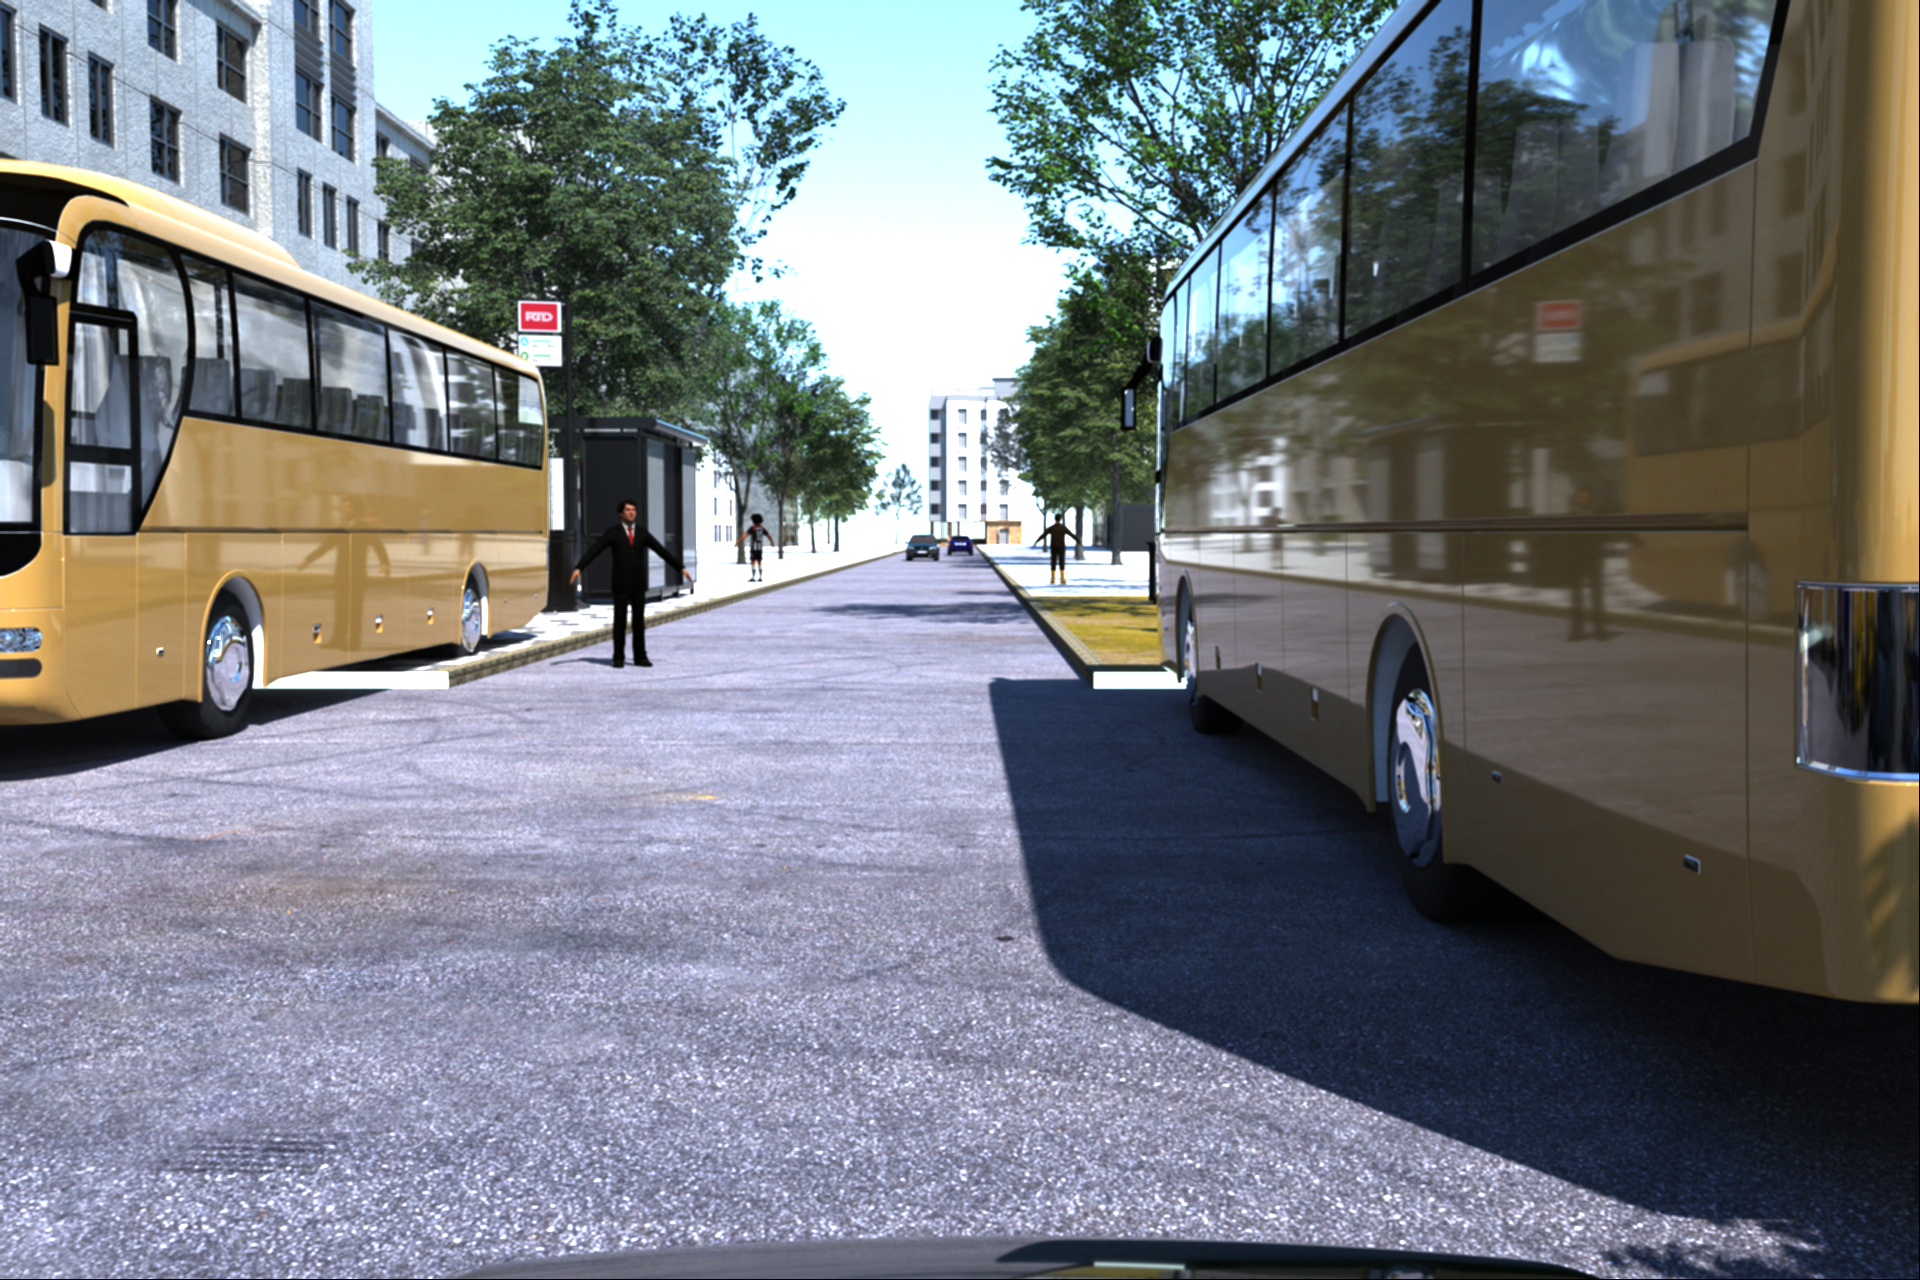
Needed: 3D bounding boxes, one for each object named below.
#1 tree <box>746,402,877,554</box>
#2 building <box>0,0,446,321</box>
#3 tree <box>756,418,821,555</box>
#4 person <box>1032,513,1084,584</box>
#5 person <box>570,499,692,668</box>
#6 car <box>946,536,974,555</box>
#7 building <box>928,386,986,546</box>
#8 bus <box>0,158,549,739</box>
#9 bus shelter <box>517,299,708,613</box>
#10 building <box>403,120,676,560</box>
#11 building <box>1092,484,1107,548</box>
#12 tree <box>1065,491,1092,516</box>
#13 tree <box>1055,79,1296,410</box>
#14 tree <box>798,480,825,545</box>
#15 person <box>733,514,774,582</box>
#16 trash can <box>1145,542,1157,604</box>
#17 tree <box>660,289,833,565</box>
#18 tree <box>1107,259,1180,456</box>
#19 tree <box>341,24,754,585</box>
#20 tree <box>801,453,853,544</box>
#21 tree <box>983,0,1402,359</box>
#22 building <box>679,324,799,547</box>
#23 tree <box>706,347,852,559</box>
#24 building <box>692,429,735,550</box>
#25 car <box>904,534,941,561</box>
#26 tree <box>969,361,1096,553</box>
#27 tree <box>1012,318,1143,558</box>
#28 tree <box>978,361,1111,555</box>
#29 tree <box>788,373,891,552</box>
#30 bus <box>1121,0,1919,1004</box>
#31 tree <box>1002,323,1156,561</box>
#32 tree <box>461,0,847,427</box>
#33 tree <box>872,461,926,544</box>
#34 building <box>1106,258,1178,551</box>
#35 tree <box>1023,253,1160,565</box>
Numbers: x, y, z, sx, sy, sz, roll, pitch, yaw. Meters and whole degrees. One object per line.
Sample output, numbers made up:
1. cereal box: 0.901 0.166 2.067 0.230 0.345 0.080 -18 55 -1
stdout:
1. tree: -9.577 -10.887 112.410 8.767 10.594 7.601 -1 4 -21
2. building: -27.009 -11.053 47.172 16.747 18.905 31.486 0 4 0
3. tree: -9.464 -9.384 103.783 4.360 8.622 3.978 0 3 0
4. person: 2.516 -2.346 44.499 1.346 1.812 0.704 1 4 9
5. person: -3.562 -0.614 18.682 1.347 1.806 0.705 -2 4 -28
6. car: 0.014 -6.406 117.313 1.945 1.354 3.894 0 4 -1
7. building: -3.573 -21.609 212.184 11.380 20.090 16.016 0 4 -5
8. bus: -6.327 -1.455 15.338 2.896 3.916 12.252 0 3 0
9. bus shelter: -6.473 -3.351 32.416 2.179 5.291 8.768 0 4 0
10. building: -25.642 -13.673 90.011 16.747 18.905 31.486 0 3 0
11. building: 22.950 -20.762 170.394 19.493 23.208 18.063 0 4 0
12. tree: 16.916 -18.436 211.803 12.009 13.543 11.850 0 3 0
13. tree: 5.925 -6.252 36.630 8.767 10.594 7.601 1 4 16
14. tree: -17.501 -15.688 206.863 4.360 8.622 3.978 0 3 0
15. person: -5.465 -2.458 46.324 1.345 1.843 0.704 -3 5 -44
16. trash can: 3.759 -1.224 31.671 0.748 1.137 0.748 0 3 0
17. tree: -9.119 -8.981 72.598 9.928 11.665 9.643 0 3 0
18. tree: 5.909 -5.755 44.449 4.737 8.622 4.395 0 3 0
19. tree: -9.883 -8.338 42.975 9.857 13.997 8.962 0 3 0
20. tree: -15.790 -18.056 213.348 7.486 12.596 7.792 0 3 0
21. tree: 4.002 -6.149 26.294 9.928 11.665 9.643 0 3 0
22. building: -26.704 -21.203 177.600 19.493 23.208 18.063 0 4 0
23. tree: -9.237 -9.332 86.996 8.767 10.594 7.601 2 4 27
24. building: -24.300 -12.896 152.998 9.099 9.664 28.070 0 4 1
25. car: -1.997 -5.116 93.430 2.009 1.686 4.222 0 4 1
26. tree: 5.712 -12.697 117.968 12.009 13.543 11.850 0 3 0
27. tree: 6.433 -10.602 91.473 7.486 12.596 7.792 0 3 0
28. tree: 6.354 -11.848 104.085 12.009 13.543 11.850 0 3 0
29. tree: -8.772 -12.509 122.646 7.486 12.596 7.792 0 3 0
30. bus: 2.876 -1.081 9.228 2.896 3.916 12.252 0 4 0
31. tree: 5.839 -10.019 81.941 7.486 12.596 7.792 0 3 0
32. tree: -10.698 -12.540 60.912 12.611 20.169 13.585 0 3 0
33. tree: -7.571 -17.101 214.008 7.601 10.594 8.767 0 4 8
34. building: 25.949 -18.350 144.000 27.936 21.610 32.646 0 3 0
35. tree: 6.255 -9.297 70.137 7.486 12.596 7.792 0 3 0
